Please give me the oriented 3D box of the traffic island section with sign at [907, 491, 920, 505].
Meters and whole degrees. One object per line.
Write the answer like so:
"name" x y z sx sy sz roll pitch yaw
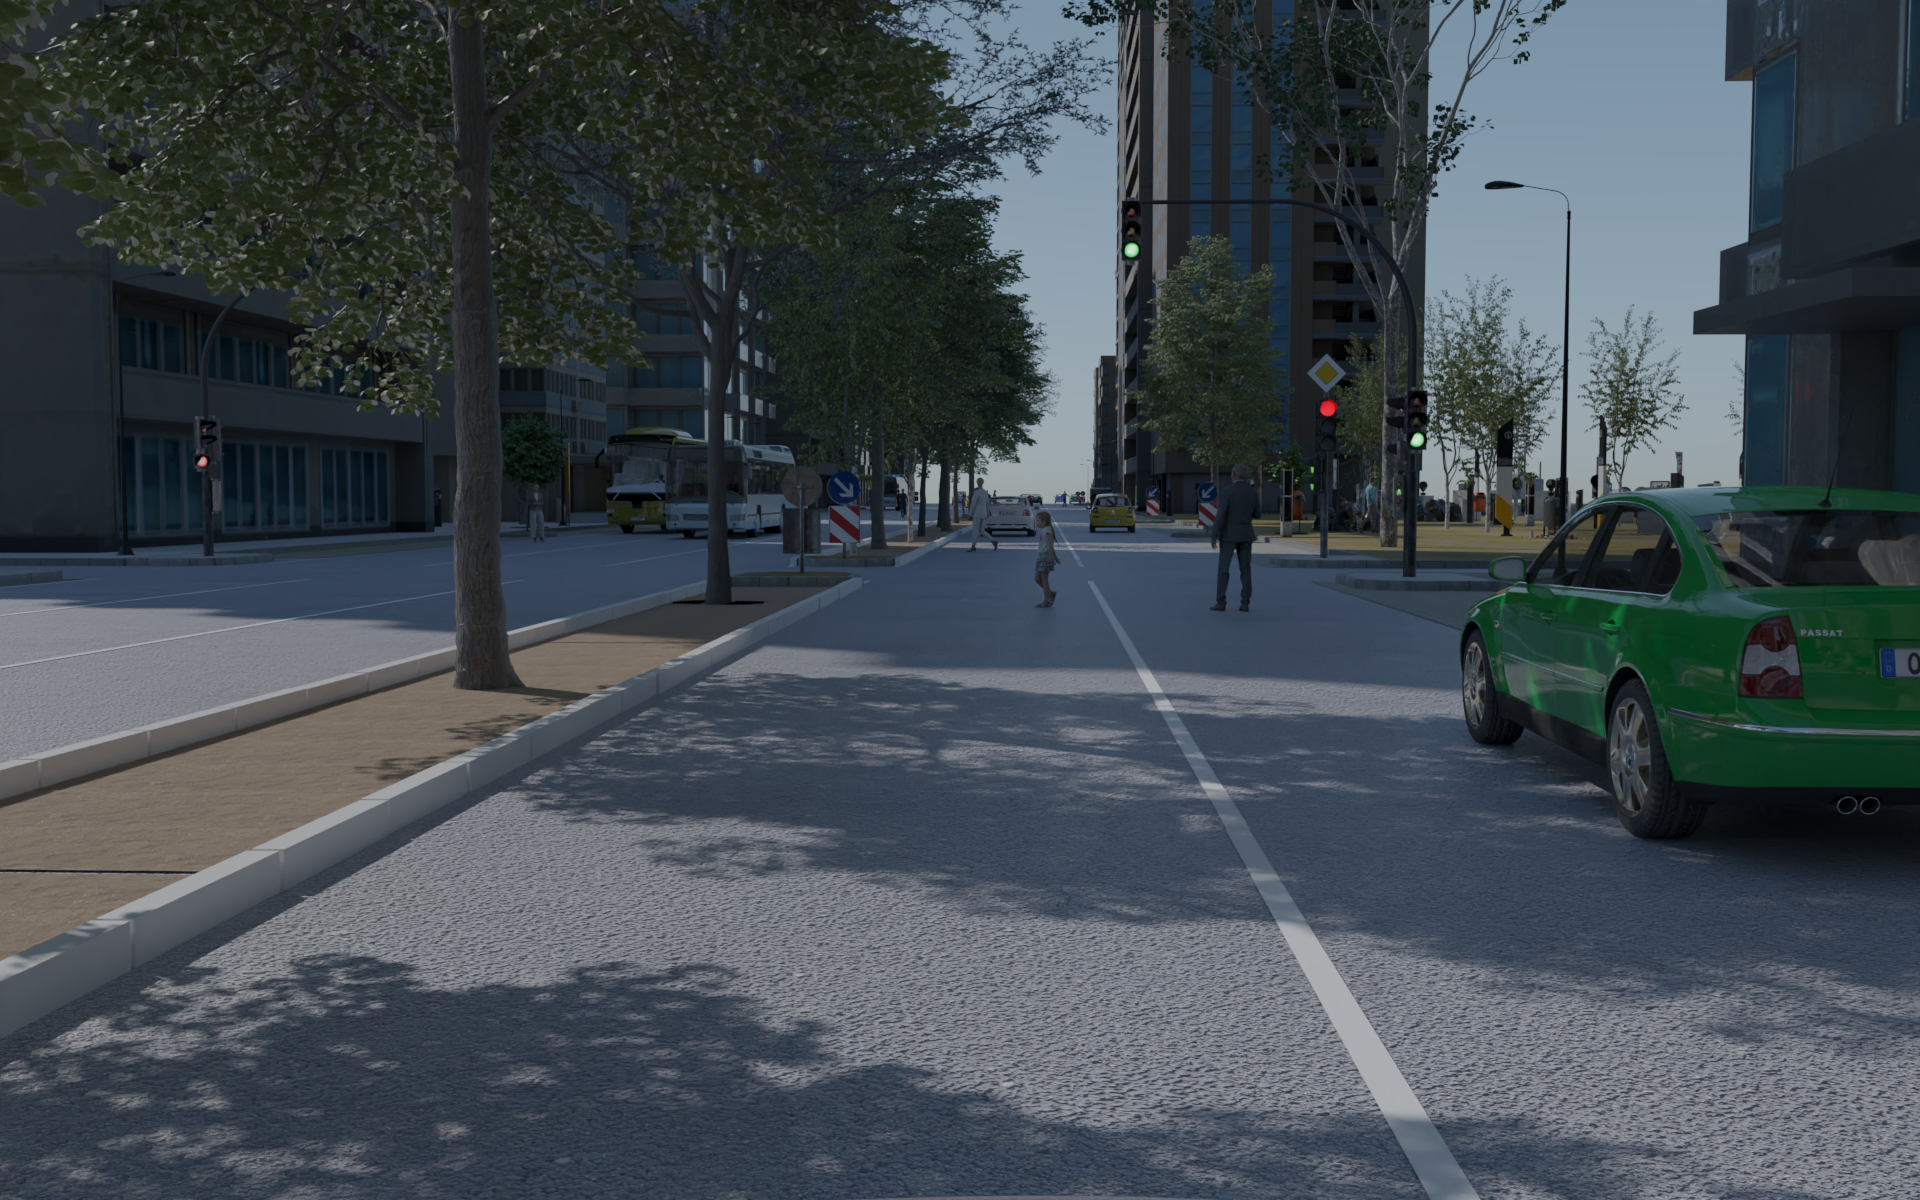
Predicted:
"traffic island section with sign" -6.105 -14.471 245.225 1.989 1.847 2.006 0 4 3

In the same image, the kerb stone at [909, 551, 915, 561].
"kerb stone" -1.118 -0.902 36.944 0.120 0.150 1.000 0 4 3

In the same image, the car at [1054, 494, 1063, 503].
"car" 15.388 -15.715 266.522 1.945 1.707 3.694 0 4 2

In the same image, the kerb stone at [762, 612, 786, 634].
"kerb stone" -1.969 0.256 18.019 0.120 0.150 1.000 0 4 3

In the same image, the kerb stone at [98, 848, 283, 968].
"kerb stone" -2.529 1.007 5.733 0.120 0.150 1.000 0 4 3

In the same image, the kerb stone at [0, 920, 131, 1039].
"kerb stone" -2.576 1.069 4.712 0.120 0.150 1.000 0 4 3

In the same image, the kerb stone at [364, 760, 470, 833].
"kerb stone" -2.439 0.881 7.785 0.120 0.150 1.000 0 4 3

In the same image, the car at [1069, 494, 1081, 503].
"car" 17.534 -15.586 263.632 1.959 1.807 4.718 0 4 2

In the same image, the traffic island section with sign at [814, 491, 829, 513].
"traffic island section with sign" -11.078 -7.758 135.472 1.989 1.847 2.006 0 4 3

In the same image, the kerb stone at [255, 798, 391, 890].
"kerb stone" -2.477 0.944 6.760 0.120 0.150 1.000 0 4 3

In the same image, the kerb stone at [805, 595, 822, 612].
"kerb stone" -1.839 0.075 21.086 0.120 0.150 1.000 0 4 3

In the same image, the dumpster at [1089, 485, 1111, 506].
"dumpster" 12.806 -9.365 158.074 1.985 2.255 1.502 0 4 4

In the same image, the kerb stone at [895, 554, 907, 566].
"kerb stone" -1.210 -0.776 34.891 0.120 0.150 1.000 0 4 3

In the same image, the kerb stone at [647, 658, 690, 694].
"kerb stone" -2.193 0.573 12.908 0.120 0.150 1.000 0 4 3

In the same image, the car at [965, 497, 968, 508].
"car" 1.434 -10.075 174.952 2.015 1.641 3.980 0 4 2

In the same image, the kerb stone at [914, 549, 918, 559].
"kerb stone" -1.067 -0.965 37.969 0.120 0.150 1.000 0 4 3

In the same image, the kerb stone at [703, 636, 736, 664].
"kerb stone" -2.107 0.445 14.952 0.120 0.150 1.000 0 4 3

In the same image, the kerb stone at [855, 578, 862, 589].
"kerb stone" -1.596 -0.240 26.207 0.120 0.150 1.000 0 4 3

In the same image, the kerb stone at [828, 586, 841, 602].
"kerb stone" -1.740 -0.050 23.129 0.120 0.150 1.000 0 4 3

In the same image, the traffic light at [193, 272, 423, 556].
"traffic light" -13.445 -3.732 35.681 4.771 5.953 1.251 0 4 3

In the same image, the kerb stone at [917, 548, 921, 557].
"kerb stone" -1.021 -1.023 38.990 0.120 0.150 1.000 0 4 3

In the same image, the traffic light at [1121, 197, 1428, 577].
"traffic light" 4.846 -3.183 26.703 4.771 5.953 1.251 0 4 3

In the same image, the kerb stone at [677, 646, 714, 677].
"kerb stone" -2.157 0.510 13.931 0.120 0.150 1.000 0 4 3

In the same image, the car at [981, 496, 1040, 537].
"car" 1.698 -2.899 59.759 2.083 1.381 4.827 0 4 4

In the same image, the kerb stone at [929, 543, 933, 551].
"kerb stone" -0.836 -1.278 43.094 0.120 0.150 1.000 0 4 3

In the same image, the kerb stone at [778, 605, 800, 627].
"kerb stone" -1.920 0.193 19.040 0.120 0.150 1.000 0 4 3

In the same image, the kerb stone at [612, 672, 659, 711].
"kerb stone" -2.253 0.636 11.877 0.120 0.150 1.000 0 4 3

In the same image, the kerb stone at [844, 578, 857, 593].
"kerb stone" -1.647 -0.182 25.175 0.120 0.150 1.000 0 4 3

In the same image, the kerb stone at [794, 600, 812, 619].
"kerb stone" -1.874 0.133 20.061 0.120 0.150 1.000 0 4 3

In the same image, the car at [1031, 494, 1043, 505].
"car" 10.081 -13.429 231.365 2.131 1.459 4.920 0 4 1

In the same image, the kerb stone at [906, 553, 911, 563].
"kerb stone" -1.159 -0.838 35.914 0.120 0.150 1.000 0 4 3

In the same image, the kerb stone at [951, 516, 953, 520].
"kerb stone" -0.293 -4.857 101.601 0.120 0.150 1.000 0 4 3

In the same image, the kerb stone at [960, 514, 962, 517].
"kerb stone" 0.040 -5.294 108.758 0.120 0.150 1.000 0 4 3

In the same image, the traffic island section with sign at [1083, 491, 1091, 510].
"traffic island section with sign" 12.741 -9.332 161.213 1.989 1.847 2.006 0 4 3

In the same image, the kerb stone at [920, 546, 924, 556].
"kerb stone" -0.975 -1.089 40.011 0.120 0.150 1.000 0 4 3

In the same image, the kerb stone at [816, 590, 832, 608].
"kerb stone" -1.780 0.005 22.107 0.120 0.150 1.000 0 4 3

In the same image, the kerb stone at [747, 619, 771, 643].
"kerb stone" -2.020 0.320 16.995 0.120 0.150 1.000 0 4 3

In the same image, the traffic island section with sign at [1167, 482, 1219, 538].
"traffic island section with sign" 8.037 -2.986 57.450 1.989 1.847 2.006 0 4 3

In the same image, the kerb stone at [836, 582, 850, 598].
"kerb stone" -1.682 -0.119 24.149 0.120 0.150 1.000 0 4 3

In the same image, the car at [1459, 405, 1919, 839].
"car" 3.752 0.017 8.523 1.959 1.807 4.718 0 4 3

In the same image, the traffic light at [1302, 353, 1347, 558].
"traffic light" 7.300 -2.802 34.727 0.839 4.253 0.868 0 4 3

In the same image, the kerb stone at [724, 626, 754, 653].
"kerb stone" -2.065 0.381 15.973 0.120 0.150 1.000 0 4 3

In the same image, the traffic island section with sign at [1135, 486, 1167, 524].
"traffic island section with sign" 9.264 -4.650 84.659 1.989 1.847 2.006 0 4 3

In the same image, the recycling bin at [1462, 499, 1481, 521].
"recycling bin" 24.327 -4.271 82.388 0.722 1.027 0.722 3 4 36

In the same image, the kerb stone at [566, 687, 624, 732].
"kerb stone" -2.303 0.694 10.851 0.120 0.150 1.000 0 4 3

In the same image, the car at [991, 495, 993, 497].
"car" 4.593 -14.887 255.987 1.945 1.354 3.894 0 4 1

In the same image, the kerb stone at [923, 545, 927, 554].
"kerb stone" -0.932 -1.153 41.044 0.120 0.150 1.000 0 4 3

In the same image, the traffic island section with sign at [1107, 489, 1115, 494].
"traffic island section with sign" 11.455 -7.601 132.912 1.989 1.847 2.006 0 4 3

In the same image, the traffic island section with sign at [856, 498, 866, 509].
"traffic island section with sign" -9.853 -9.405 162.399 1.989 1.847 2.006 0 4 3

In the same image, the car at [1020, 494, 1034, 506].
"car" 7.966 -12.311 210.322 2.155 1.783 4.494 0 4 1

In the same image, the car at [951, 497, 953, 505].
"car" -0.088 -13.409 231.038 2.131 1.459 4.920 0 4 3

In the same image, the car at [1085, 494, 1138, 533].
"car" 5.754 -3.390 65.645 2.015 1.641 3.980 0 4 4

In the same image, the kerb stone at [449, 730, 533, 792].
"kerb stone" -2.388 0.819 8.806 0.120 0.150 1.000 0 4 3

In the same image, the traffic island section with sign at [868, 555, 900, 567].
"traffic island section with sign" -2.259 -1.639 34.932 2.006 1.907 1.989 0 4 3

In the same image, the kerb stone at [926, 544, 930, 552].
"kerb stone" -0.881 -1.216 42.071 0.120 0.150 1.000 0 4 3

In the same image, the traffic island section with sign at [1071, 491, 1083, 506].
"traffic island section with sign" 15.244 -12.730 216.759 1.989 1.847 2.006 0 4 3

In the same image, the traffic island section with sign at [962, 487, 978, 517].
"traffic island section with sign" 1.127 -6.230 109.995 2.006 1.907 1.989 0 4 3

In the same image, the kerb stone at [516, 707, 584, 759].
"kerb stone" -2.341 0.756 9.830 0.120 0.150 1.000 0 4 3

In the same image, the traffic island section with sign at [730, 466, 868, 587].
"traffic island section with sign" -2.604 -1.186 27.533 2.006 1.907 1.989 0 4 3
